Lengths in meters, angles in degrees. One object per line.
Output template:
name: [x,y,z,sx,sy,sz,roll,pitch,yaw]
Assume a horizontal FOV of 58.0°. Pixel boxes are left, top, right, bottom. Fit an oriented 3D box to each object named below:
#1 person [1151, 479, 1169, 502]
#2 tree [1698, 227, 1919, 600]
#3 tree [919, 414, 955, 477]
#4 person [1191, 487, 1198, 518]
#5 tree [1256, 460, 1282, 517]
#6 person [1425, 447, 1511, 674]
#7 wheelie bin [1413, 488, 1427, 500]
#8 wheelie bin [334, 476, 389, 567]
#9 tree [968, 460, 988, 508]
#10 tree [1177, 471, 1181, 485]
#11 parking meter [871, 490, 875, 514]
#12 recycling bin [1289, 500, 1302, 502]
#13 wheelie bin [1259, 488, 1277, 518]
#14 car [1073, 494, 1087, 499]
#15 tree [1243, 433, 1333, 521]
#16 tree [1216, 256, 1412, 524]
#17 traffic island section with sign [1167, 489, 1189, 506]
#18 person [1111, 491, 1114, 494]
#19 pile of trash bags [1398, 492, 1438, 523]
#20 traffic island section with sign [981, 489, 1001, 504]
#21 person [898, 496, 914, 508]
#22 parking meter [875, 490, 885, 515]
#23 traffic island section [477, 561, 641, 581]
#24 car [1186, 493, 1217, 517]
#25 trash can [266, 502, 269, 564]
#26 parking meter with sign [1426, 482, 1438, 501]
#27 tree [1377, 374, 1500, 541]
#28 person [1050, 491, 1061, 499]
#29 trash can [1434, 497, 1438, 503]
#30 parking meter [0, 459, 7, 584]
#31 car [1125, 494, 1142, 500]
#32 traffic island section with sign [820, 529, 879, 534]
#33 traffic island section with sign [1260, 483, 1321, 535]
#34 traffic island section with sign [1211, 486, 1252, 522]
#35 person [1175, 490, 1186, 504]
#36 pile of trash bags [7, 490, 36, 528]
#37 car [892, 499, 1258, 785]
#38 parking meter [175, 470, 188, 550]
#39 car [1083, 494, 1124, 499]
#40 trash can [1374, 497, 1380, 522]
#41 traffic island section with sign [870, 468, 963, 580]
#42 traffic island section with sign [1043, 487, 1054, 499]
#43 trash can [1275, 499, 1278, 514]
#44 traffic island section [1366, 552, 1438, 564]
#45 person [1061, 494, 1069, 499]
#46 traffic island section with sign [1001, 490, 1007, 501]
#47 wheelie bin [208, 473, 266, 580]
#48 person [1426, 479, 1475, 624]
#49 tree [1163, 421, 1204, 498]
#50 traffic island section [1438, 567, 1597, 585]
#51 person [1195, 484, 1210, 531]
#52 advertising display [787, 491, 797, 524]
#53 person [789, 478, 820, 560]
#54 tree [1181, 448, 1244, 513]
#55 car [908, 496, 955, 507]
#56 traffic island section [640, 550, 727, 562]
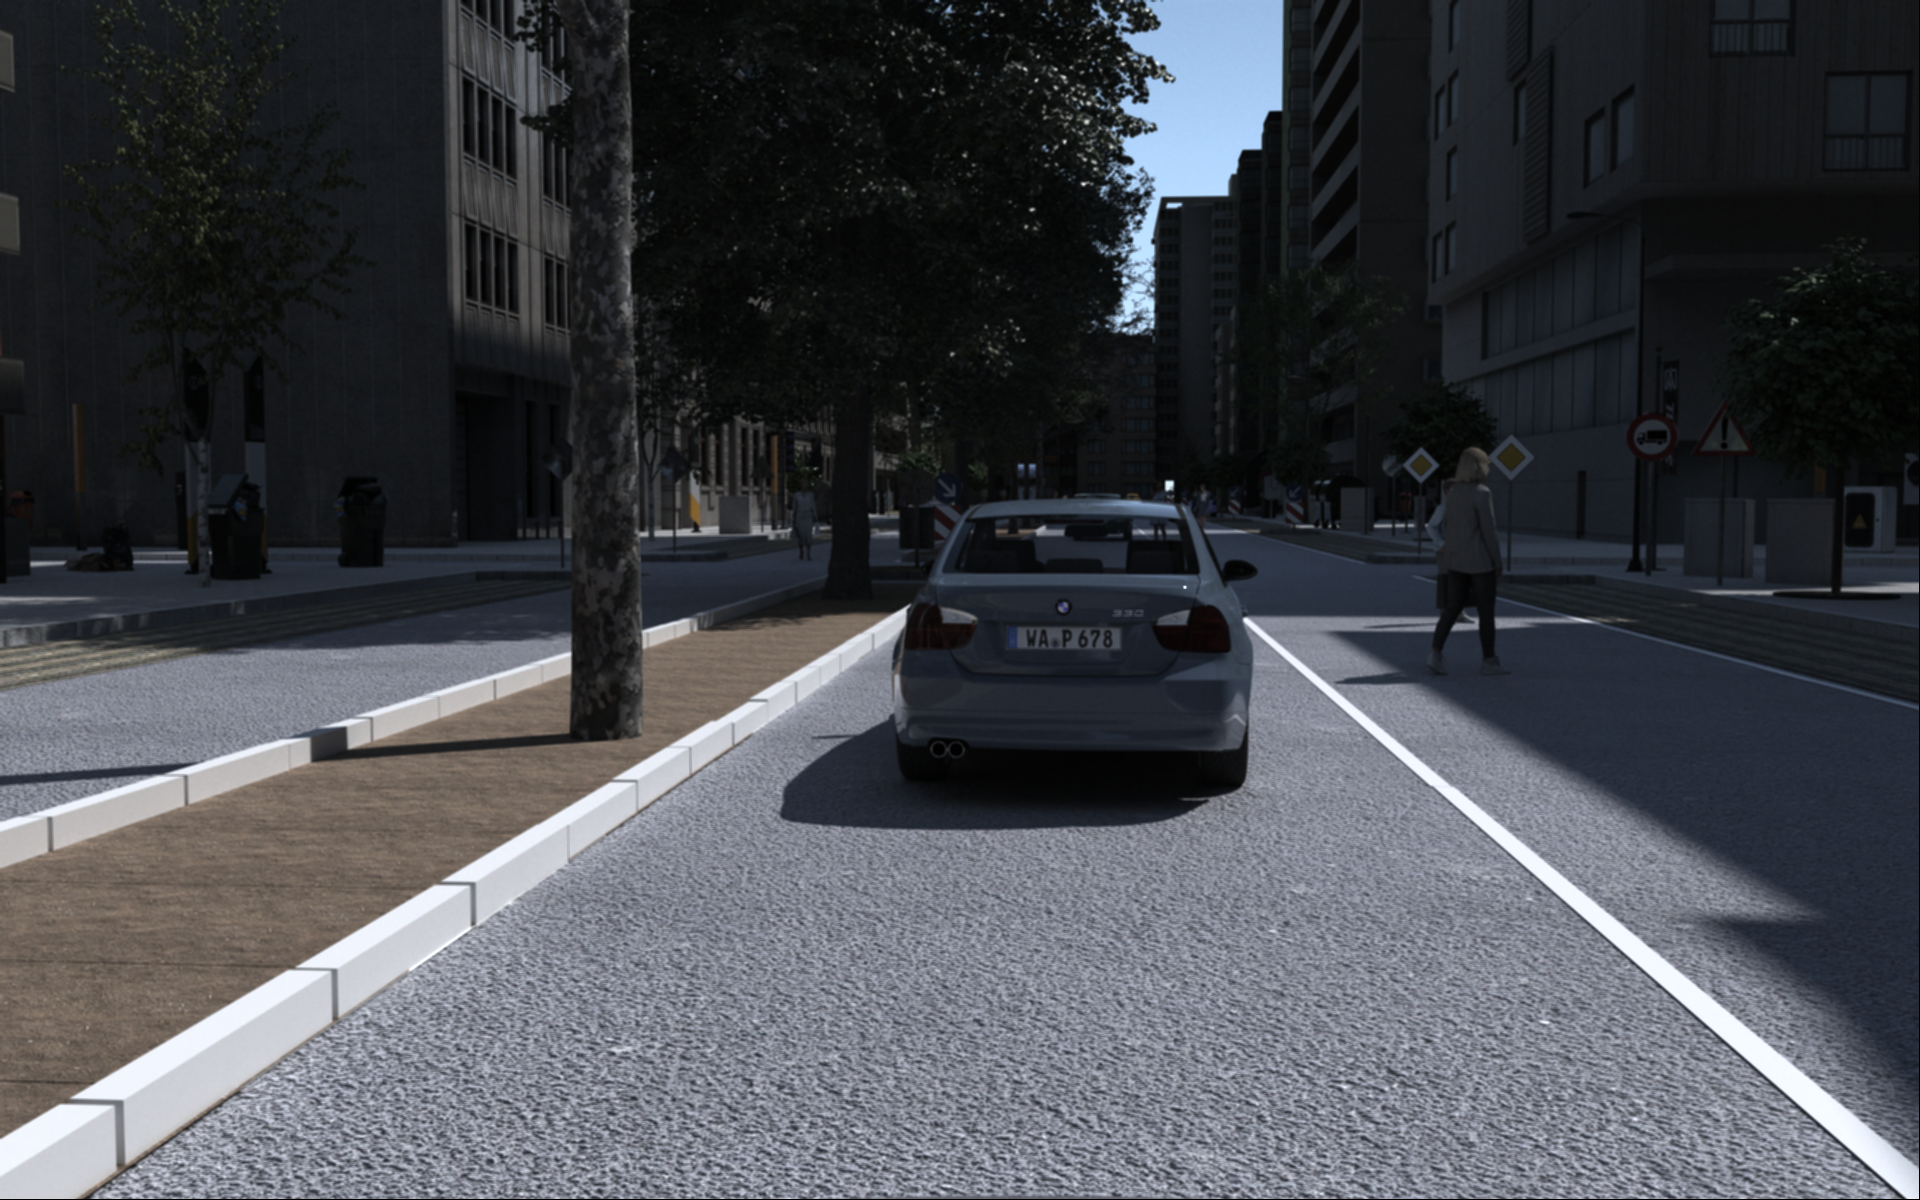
person: [5.173,-2.239,45.199,0.616,1.811,0.778,1,4,23]
tree: [10.902,-2.317,21.605,4.285,4.588,4.351,0,3,0]
tree: [-1.462,-11.103,131.901,4.737,8.622,4.395,0,3,0]
person: [13.268,-5.442,97.435,0.622,1.834,0.822,1,4,19]
tree: [17.239,-6.307,97.727,1.663,3.219,1.824,0,3,0]
person: [4.002,-0.312,13.790,0.728,1.800,0.709,-1,4,-22]
wheelie bin: [22.704,-4.707,84.860,0.980,1.594,0.693,1,4,16]
wheelie bin: [-10.511,-1.385,30.548,0.693,1.594,0.980,2,4,34]
tree: [1.932,-11.887,178.058,4.285,4.588,4.351,0,3,0]
tree: [21.209,-10.446,154.509,4.285,4.588,4.351,0,3,0]
parking meter: [-5.452,-6.198,109.743,0.372,1.533,0.369,0,3,0]
recycling bin: [15.043,-3.945,77.049,0.722,1.027,0.722,0,4,1]
wheelie bin: [16.216,-5.102,91.330,0.980,1.594,0.693,-1,4,-17]
car: [6.239,-4.610,85.595,2.015,1.641,3.980,0,4,6]
tree: [16.195,-6.079,83.108,4.285,4.588,4.351,0,3,0]
tree: [15.072,-9.099,74.521,9.928,11.665,9.643,0,3,0]
traffic island section with sign: [17.798,-7.928,138.256,1.989,1.847,2.006,0,4,5]
person: [16.075,-10.669,183.760,0.721,1.723,1.217,-1,4,-22]
pile of trash bags: [20.862,-4.086,76.562,1.912,1.369,3.447,-3,5,-40]
traffic island section with sign: [2.080,-8.007,139.535,1.989,1.847,2.006,0,4,5]
person: [-2.735,-4.725,86.022,0.850,1.792,0.678,3,4,39]
parking meter: [-4.836,-6.038,107.135,0.372,1.533,0.369,0,3,0]
traffic island section: [-6.911,-0.474,30.032,2.009,0.180,2.903,0,4,5]
car: [15.199,-6.067,108.787,1.945,1.707,3.694,0,4,4]
trash can: [-12.400,-1.129,30.121,0.748,1.137,0.748,0,3,0]
parking meter with sign: [22.301,-5.214,81.517,1.738,3.016,0.543,1,4,18]
tree: [13.216,-3.911,47.662,4.285,4.588,4.351,0,3,0]
person: [10.269,-10.901,186.825,1.348,1.812,0.705,0,4,0]
trash can: [21.851,-4.088,78.488,0.748,1.137,0.748,0,3,0]
parking meter: [-13.866,-1.166,24.783,0.399,1.863,0.255,3,5,42]
car: [18.129,-10.520,182.223,2.015,1.641,3.980,0,4,5]
traffic island section with sign: [-3.991,-3.310,62.745,1.989,1.847,2.006,0,4,5]
traffic island section with sign: [11.768,-3.259,61.917,1.989,1.847,2.006,0,4,5]
traffic island section with sign: [13.885,-4.903,88.789,1.989,1.847,2.006,0,4,5]
person: [18.430,-8.267,144.382,1.217,1.735,0.721,-2,4,-27]
pile of trash bags: [-22.438,-1.843,39.882,1.912,1.369,3.447,0,4,2]
car: [0.706,0.130,9.885,2.014,1.417,4.499,0,4,6]
parking meter: [-17.808,-2.090,39.875,0.255,1.863,0.399,2,4,30]
car: [4.517,-2.624,54.701,2.131,1.459,4.920,0,4,5]
trash can: [18.822,-4.127,79.131,0.748,1.137,0.748,0,3,0]
traffic island section with sign: [-0.808,-1.324,29.786,2.006,1.907,1.989,0,4,5]
traffic island section with sign: [5.700,-6.357,112.075,2.006,1.907,1.989,0,4,5]
trash can: [19.153,-5.782,106.184,0.748,1.137,0.748,0,3,0]
traffic island section: [9.760,-0.883,36.723,2.009,0.180,2.903,0,4,5]
person: [8.957,-8.344,148.108,0.799,1.438,0.628,-2,4,-33]
traffic island section with sign: [4.254,-9.685,166.974,1.989,1.847,2.006,0,4,5]
wheelie bin: [-10.928,-1.114,26.124,0.980,1.594,0.693,2,4,35]
person: [5.426,-0.540,19.142,0.589,1.601,0.330,-2,4,-25]
tree: [22.857,-13.782,175.705,4.360,8.622,3.978,0,3,0]
traffic island section: [9.130,-0.396,28.763,2.009,0.180,2.903,0,4,5]
person: [9.499,-3.614,67.606,0.581,1.822,0.654,2,4,25]
advertising display: [-6.879,-4.198,73.843,0.974,1.923,0.123,0,4,4]
person: [-3.358,-1.768,37.754,0.694,1.780,0.624,0,4,6]
tree: [18.477,-8.344,120.134,4.285,4.588,4.351,0,3,0]
car: [-0.934,-3.360,67.292,2.083,1.381,4.827,0,4,5]
traffic island section: [-6.281,-0.961,37.992,2.009,0.180,2.903,0,4,5]
